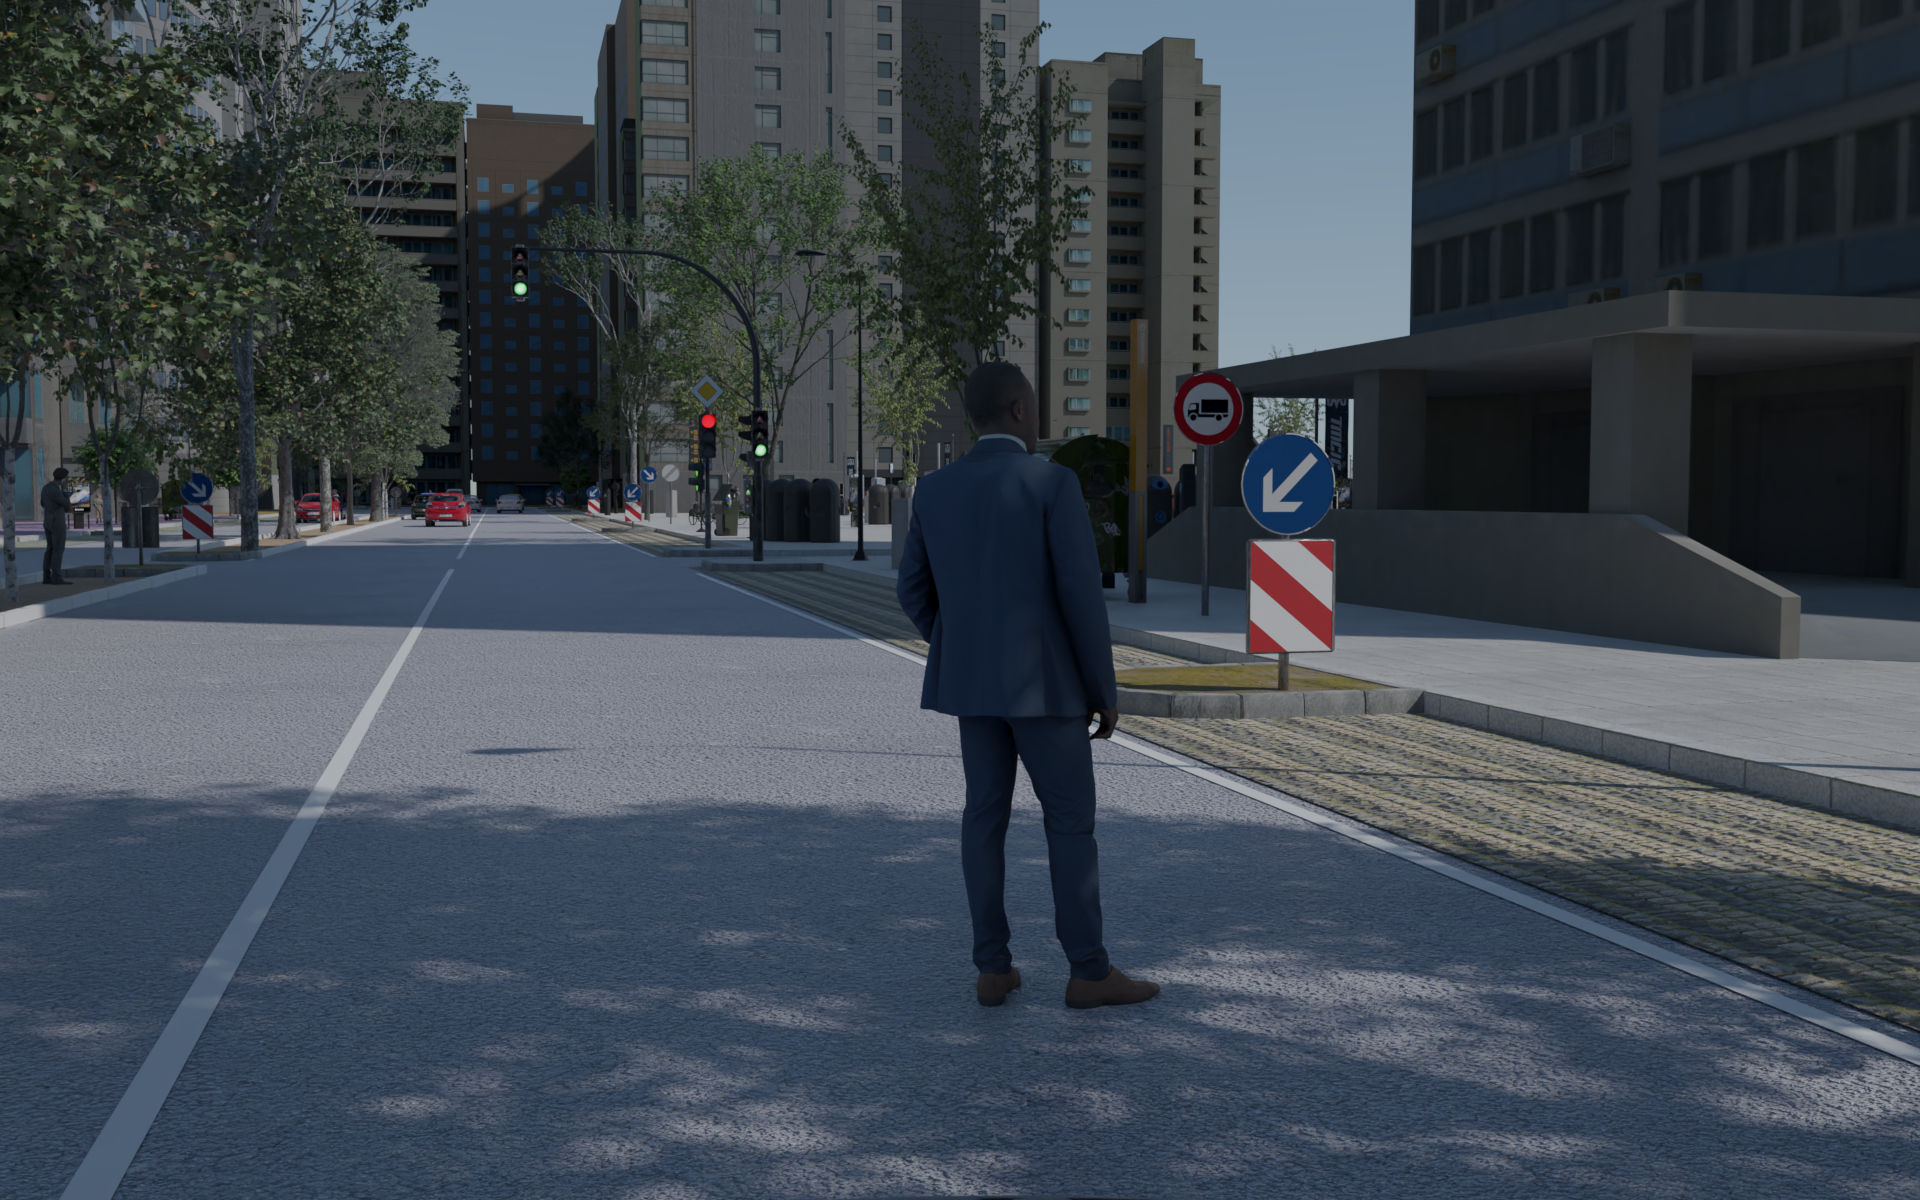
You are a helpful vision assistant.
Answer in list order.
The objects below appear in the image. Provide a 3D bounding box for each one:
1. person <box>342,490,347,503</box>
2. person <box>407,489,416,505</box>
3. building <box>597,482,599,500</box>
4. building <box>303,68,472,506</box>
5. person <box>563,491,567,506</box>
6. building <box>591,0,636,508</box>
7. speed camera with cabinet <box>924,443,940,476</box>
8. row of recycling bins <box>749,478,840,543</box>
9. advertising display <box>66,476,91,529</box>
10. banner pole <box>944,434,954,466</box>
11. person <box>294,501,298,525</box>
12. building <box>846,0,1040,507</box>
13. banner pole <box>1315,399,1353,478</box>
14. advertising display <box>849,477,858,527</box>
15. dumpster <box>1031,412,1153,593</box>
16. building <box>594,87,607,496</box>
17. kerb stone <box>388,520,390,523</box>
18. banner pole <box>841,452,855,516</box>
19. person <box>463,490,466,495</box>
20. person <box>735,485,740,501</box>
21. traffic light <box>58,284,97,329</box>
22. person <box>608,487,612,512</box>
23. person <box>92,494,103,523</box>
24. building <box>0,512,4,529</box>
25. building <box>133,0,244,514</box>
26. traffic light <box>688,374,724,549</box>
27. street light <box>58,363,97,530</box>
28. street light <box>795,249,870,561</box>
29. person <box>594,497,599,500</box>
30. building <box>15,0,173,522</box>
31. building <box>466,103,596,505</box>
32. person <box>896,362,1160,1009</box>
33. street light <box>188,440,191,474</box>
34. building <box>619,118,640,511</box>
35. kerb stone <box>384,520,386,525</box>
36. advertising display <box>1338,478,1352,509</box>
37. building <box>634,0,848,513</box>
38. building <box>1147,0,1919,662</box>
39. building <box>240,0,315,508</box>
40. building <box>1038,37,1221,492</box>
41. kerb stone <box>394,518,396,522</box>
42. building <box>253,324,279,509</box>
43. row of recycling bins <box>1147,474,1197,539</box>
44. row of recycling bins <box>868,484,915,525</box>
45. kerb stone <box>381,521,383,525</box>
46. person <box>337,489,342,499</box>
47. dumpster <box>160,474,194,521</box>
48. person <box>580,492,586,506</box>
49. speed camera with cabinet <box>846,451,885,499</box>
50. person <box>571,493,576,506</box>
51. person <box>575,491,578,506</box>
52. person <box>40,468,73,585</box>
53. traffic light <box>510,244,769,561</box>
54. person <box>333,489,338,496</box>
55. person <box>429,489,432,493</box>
[{"bbox_3d":[-64.611,-10.716,181.927,0.721,1.739,1.217,1,4,10],"label":"person"},{"bbox_3d":[-49.523,-9.093,156.802,1.348,1.869,0.705,1,4,14],"label":"person"},{"bbox_3d":[-30.416,-22.705,216.258,28.899,21.520,27.650,-1,4,-15],"label":"building"},{"bbox_3d":[-68.414,-35.391,202.341,21.600,48.544,21.300,-1,4,-15],"label":"building"},{"bbox_3d":[-41.940,-10.758,183.397,0.593,1.643,0.415,0,4,-3],"label":"person"},{"bbox_3d":[-26.830,-31.487,164.926,14.600,45.320,14.200,-1,4,-15],"label":"building"},{"bbox_3d":[-0.692,-4.502,67.948,0.660,3.252,2.038,2,4,27],"label":"speed camera with cabinet"},{"bbox_3d":[-4.496,-2.421,46.699,1.069,1.692,3.534,-3,5,-42],"label":"row of recycling bins"},{"bbox_3d":[-32.402,-3.574,63.644,0.123,1.923,0.974,2,4,23],"label":"advertising display"},{"bbox_3d":[-0.435,-5.038,72.388,0.401,3.779,0.863,-2,4,-32],"label":"banner pole"},{"bbox_3d":[-30.494,-4.309,79.219,0.573,1.790,0.520,-3,5,-40],"label":"person"},{"bbox_3d":[-4.436,-45.533,182.712,20.611,71.187,20.563,-1,4,-15],"label":"building"},{"bbox_3d":[7.210,-2.686,33.936,0.863,3.779,0.401,1,4,22],"label":"banner pole"},{"bbox_3d":[-4.040,-3.755,66.610,0.123,1.923,0.974,-1,4,-23],"label":"advertising display"},{"bbox_3d":[1.395,-1.158,21.428,1.502,2.255,1.985,-1,4,-15],"label":"dumpster"},{"bbox_3d":[-30.509,-30.307,179.114,14.154,41.232,14.086,-1,4,-15],"label":"building"},{"bbox_3d":[-27.497,-3.709,82.860,0.120,0.150,1.000,-1,4,-15],"label":"kerb stone"},{"bbox_3d":[-6.605,-6.866,102.273,0.863,3.779,0.401,0,4,2],"label":"banner pole"},{"bbox_3d":[-53.289,-10.848,185.826,0.705,1.831,1.348,3,5,43],"label":"person"},{"bbox_3d":[-13.516,-5.973,103.890,0.592,1.802,0.473,2,4,31],"label":"person"},{"bbox_3d":[-20.919,-3.797,36.755,4.771,5.953,1.251,-1,4,-15],"label":"traffic light"},{"bbox_3d":[-25.293,-7.213,124.416,0.568,1.767,0.683,1,4,11],"label":"person"},{"bbox_3d":[-37.650,-3.997,75.660,0.475,1.303,0.640,-1,4,-20],"label":"person"},{"bbox_3d":[-49.300,-22.079,52.872,32.217,40.220,23.993,-1,4,-15],"label":"building"},{"bbox_3d":[-61.740,-35.187,117.298,21.231,58.520,28.212,-1,4,-15],"label":"building"},{"bbox_3d":[-5.956,-3.169,40.728,0.839,4.253,0.868,-1,4,-15],"label":"traffic light"},{"bbox_3d":[-31.263,-5.434,61.390,1.470,5.913,1.316,-1,4,-15],"label":"street light"},{"bbox_3d":[-2.446,-3.709,33.187,1.470,5.913,1.316,-1,4,-15],"label":"street light"},{"bbox_3d":[-39.334,-10.855,186.752,0.991,1.433,0.599,-3,5,-40],"label":"person"},{"bbox_3d":[-54.669,-28.621,87.564,23.786,49.044,30.456,-1,4,-15],"label":"building"},{"bbox_3d":[-50.138,-33.840,203.387,14.200,45.320,14.600,-1,4,-15],"label":"building"},{"bbox_3d":[0.172,0.233,4.872,0.721,1.800,0.419,1,4,22],"label":"person"},{"bbox_3d":[-38.087,-6.996,86.928,1.470,5.913,1.316,-1,4,-15],"label":"street light"},{"bbox_3d":[-20.022,-22.398,137.901,14.160,30.474,14.107,-1,4,-15],"label":"building"},{"bbox_3d":[-26.707,-3.525,79.877,0.120,0.150,1.000,-1,4,-15],"label":"kerb stone"},{"bbox_3d":[15.690,-3.998,70.585,0.123,1.923,0.974,-1,4,-17],"label":"advertising display"},{"bbox_3d":[-16.167,-26.938,124.037,14.154,41.232,14.086,-1,4,-15],"label":"building"},{"bbox_3d":[20.128,-20.255,23.048,32.217,40.220,23.993,-1,4,-15],"label":"building"},{"bbox_3d":[-73.797,-44.382,163.895,20.611,71.187,20.563,-1,4,-15],"label":"building"},{"bbox_3d":[16.689,-34.529,188.254,21.600,48.544,21.300,-1,4,-15],"label":"building"},{"bbox_3d":[-28.827,-4.013,87.812,0.120,0.150,1.000,-1,4,-15],"label":"kerb stone"},{"bbox_3d":[-63.685,-22.522,139.938,14.160,30.474,14.107,-1,4,-15],"label":"building"},{"bbox_3d":[4.387,-1.756,35.828,3.534,1.692,1.069,-1,4,-17],"label":"row of recycling bins"},{"bbox_3d":[-2.746,-4.061,73.513,1.069,1.692,3.534,2,4,27],"label":"row of recycling bins"},{"bbox_3d":[-26.166,-3.404,77.888,0.120,0.150,1.000,-1,4,-15],"label":"kerb stone"},{"bbox_3d":[-62.170,-10.213,173.477,0.683,1.767,0.568,2,4,28],"label":"person"},{"bbox_3d":[-37.985,-4.995,84.157,1.502,2.255,1.985,-1,4,-15],"label":"dumpster"},{"bbox_3d":[-41.201,-11.109,187.665,1.348,1.826,0.705,-2,4,-30],"label":"person"},{"bbox_3d":[-4.265,-5.273,80.556,2.038,3.252,0.660,-2,4,-29],"label":"speed camera with cabinet"},{"bbox_3d":[-39.077,-10.140,175.062,0.697,1.427,0.421,-3,4,-38],"label":"person"},{"bbox_3d":[-39.766,-10.563,179.485,0.721,1.736,1.217,-1,4,-15],"label":"person"},{"bbox_3d":[-14.217,-1.162,27.311,0.655,1.846,0.447,3,4,38],"label":"person"},{"bbox_3d":[-5.887,-3.527,32.336,4.771,5.953,1.251,-1,4,-15],"label":"traffic light"},{"bbox_3d":[-38.744,-6.003,107.400,0.466,1.731,0.760,-1,4,-8],"label":"person"},{"bbox_3d":[-34.510,-6.342,112.899,1.217,1.736,0.721,-2,4,-24],"label":"person"}]
